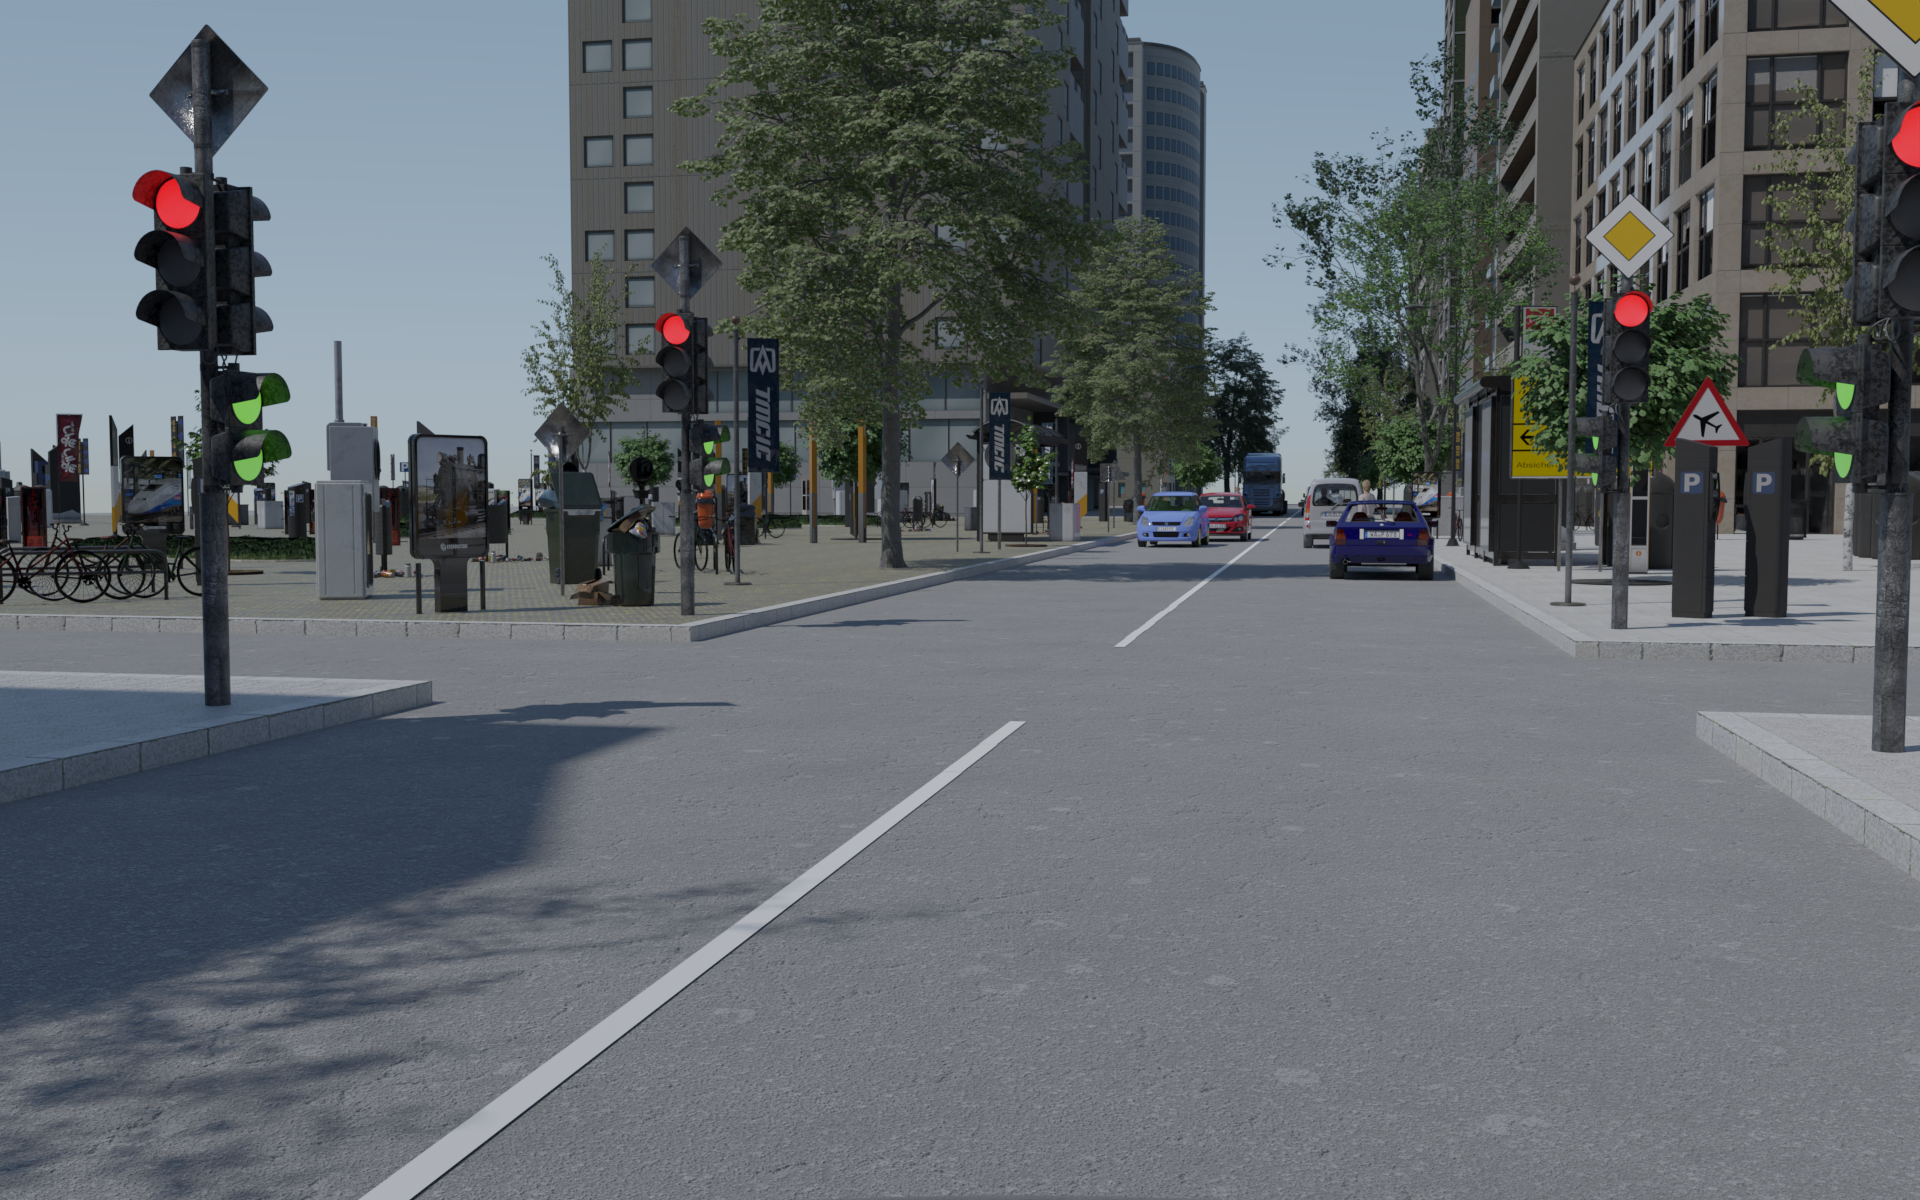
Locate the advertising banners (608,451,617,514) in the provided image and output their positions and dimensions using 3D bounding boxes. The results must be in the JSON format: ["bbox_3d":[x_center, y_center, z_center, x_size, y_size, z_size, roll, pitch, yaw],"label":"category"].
[{"bbox_3d":[-14.367,-4.609,71.547,0.090,3.025,2.074,0,4,-3],"label":"advertising banners"}]

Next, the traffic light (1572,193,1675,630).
[{"bbox_3d":[6.250,-1.678,16.354,0.839,4.253,0.868,1,4,12],"label":"traffic light"}]

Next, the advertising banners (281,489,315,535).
[{"bbox_3d":[-20.532,-3.607,55.158,2.074,3.025,0.090,-2,4,-32],"label":"advertising banners"}]

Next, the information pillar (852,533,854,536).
[{"bbox_3d":[-3.222,-3.778,53.127,0.183,3.616,0.504,0,4,-3],"label":"information pillar"}]

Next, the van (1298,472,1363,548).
[{"bbox_3d":[10.187,-2.448,47.036,2.013,2.044,4.112,1,4,12],"label":"van"}]

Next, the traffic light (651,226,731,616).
[{"bbox_3d":[-2.868,-1.793,18.235,0.839,4.253,0.868,1,4,12],"label":"traffic light"}]

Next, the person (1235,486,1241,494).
[{"bbox_3d":[12.499,-4.247,78.339,0.834,1.777,0.661,1,4,15],"label":"person"}]

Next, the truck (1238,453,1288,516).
[{"bbox_3d":[21.168,-7.938,119.551,2.967,4.110,18.799,1,4,12],"label":"truck"}]

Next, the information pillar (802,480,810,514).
[{"bbox_3d":[-7.864,-5.137,88.474,0.304,2.012,0.304,2,4,34],"label":"information pillar"}]

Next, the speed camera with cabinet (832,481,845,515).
[{"bbox_3d":[-6.039,-5.728,87.994,0.660,3.252,2.038,-1,4,-15],"label":"speed camera with cabinet"}]

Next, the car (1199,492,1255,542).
[{"bbox_3d":[8.065,-2.723,53.561,2.155,1.783,4.494,1,4,12],"label":"car"}]

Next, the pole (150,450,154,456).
[{"bbox_3d":[-37.449,-5.292,80.363,0.158,3.312,0.155,0,3,0],"label":"pole"}]

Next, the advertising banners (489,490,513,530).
[{"bbox_3d":[-16.260,-3.832,58.844,2.074,3.025,0.090,0,4,-6],"label":"advertising banners"}]

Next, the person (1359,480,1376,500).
[{"bbox_3d":[9.089,-1.762,37.975,0.731,1.740,0.598,-3,5,-42],"label":"person"}]

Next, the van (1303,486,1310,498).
[{"bbox_3d":[28.466,-8.160,137.803,2.240,2.365,5.245,1,4,10],"label":"van"}]

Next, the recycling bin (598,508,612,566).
[{"bbox_3d":[-6.714,-1.124,30.937,0.722,1.027,0.722,2,4,29],"label":"recycling bin"}]

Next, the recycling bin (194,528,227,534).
[{"bbox_3d":[-20.155,-2.081,46.585,0.722,1.027,0.722,-2,4,-35],"label":"recycling bin"}]

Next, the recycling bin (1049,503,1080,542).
[{"bbox_3d":[2.840,-2.109,47.031,0.722,1.027,0.722,1,4,18],"label":"recycling bin"}]

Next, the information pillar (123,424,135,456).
[{"bbox_3d":[-27.771,-4.064,57.796,0.504,3.616,0.183,-1,4,-18],"label":"information pillar"}]

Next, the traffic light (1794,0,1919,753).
[{"bbox_3d":[4.617,-1.200,8.537,0.839,4.253,0.868,1,4,12],"label":"traffic light"}]

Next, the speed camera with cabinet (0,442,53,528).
[{"bbox_3d":[-35.620,-4.365,65.710,2.038,3.252,0.660,-2,4,-29],"label":"speed camera with cabinet"}]

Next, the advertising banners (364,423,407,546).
[{"bbox_3d":[-14.115,-2.859,42.927,2.074,3.025,0.090,-1,4,-21],"label":"advertising banners"}]

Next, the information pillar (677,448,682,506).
[{"bbox_3d":[-14.051,-5.887,87.612,0.504,3.616,0.183,1,4,9],"label":"information pillar"}]

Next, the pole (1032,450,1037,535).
[{"bbox_3d":[2.340,-3.690,54.172,0.158,3.312,0.155,0,3,0],"label":"pole"}]

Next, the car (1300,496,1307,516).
[{"bbox_3d":[23.889,-6.383,116.158,2.131,1.459,4.920,1,4,13],"label":"car"}]

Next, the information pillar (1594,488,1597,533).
[{"bbox_3d":[21.075,-3.207,56.919,0.304,2.012,0.304,-1,4,-11],"label":"information pillar"}]

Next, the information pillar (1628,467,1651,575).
[{"bbox_3d":[10.853,-1.420,27.717,0.304,2.012,0.304,1,4,12],"label":"information pillar"}]

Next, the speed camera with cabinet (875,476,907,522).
[{"bbox_3d":[-3.184,-5.189,79.171,0.660,3.252,2.038,2,4,31],"label":"speed camera with cabinet"}]

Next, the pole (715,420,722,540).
[{"bbox_3d":[-6.674,-3.305,47.879,0.158,3.312,0.155,0,3,0],"label":"pole"}]

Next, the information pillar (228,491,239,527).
[{"bbox_3d":[-28.065,-4.619,66.879,0.504,3.616,0.183,1,4,22],"label":"information pillar"}]

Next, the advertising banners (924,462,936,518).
[{"bbox_3d":[-1.586,-5.977,93.908,0.090,3.025,2.074,1,4,17],"label":"advertising banners"}]

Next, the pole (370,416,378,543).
[{"bbox_3d":[-15.300,-3.148,45.312,0.158,3.312,0.155,0,3,0],"label":"pole"}]

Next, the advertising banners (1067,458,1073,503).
[{"bbox_3d":[5.429,-5.438,85.094,0.090,3.025,2.074,0,4,-2],"label":"advertising banners"}]

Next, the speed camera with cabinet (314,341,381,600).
[{"bbox_3d":[-7.697,-1.681,21.821,0.660,3.252,2.038,-1,4,-13],"label":"speed camera with cabinet"}]

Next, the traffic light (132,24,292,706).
[{"bbox_3d":[-4.502,-1.315,10.419,0.839,4.253,0.868,1,4,12],"label":"traffic light"}]

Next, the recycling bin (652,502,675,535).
[{"bbox_3d":[-9.393,-2.587,54.852,0.722,1.027,0.722,-1,4,-10],"label":"recycling bin"}]

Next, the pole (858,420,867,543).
[{"bbox_3d":[-2.558,-3.151,45.363,0.158,3.312,0.155,0,3,0],"label":"pole"}]

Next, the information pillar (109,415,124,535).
[{"bbox_3d":[-25.160,-3.681,51.541,0.183,3.616,0.504,-1,4,-8],"label":"information pillar"}]

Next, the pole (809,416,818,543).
[{"bbox_3d":[-3.812,-3.131,45.038,0.158,3.312,0.155,0,3,0],"label":"pole"}]

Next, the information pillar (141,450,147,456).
[{"bbox_3d":[-43.344,-6.158,92.038,0.504,3.616,0.183,2,4,29],"label":"information pillar"}]

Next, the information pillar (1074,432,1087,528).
[{"bbox_3d":[4.493,-4.483,64.649,0.504,3.616,0.183,0,4,1],"label":"information pillar"}]

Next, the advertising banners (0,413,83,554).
[{"bbox_3d":[-20.069,-2.523,37.438,2.074,3.025,0.090,-1,4,-20],"label":"advertising banners"}]

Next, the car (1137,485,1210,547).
[{"bbox_3d":[5.901,-2.334,47.746,1.945,1.707,3.694,1,4,13],"label":"car"}]

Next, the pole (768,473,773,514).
[{"bbox_3d":[-8.752,-5.266,79.937,0.158,3.312,0.155,0,3,0],"label":"pole"}]

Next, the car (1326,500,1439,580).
[{"bbox_3d":[7.383,-1.085,30.325,1.945,1.354,3.894,1,4,14],"label":"car"}]

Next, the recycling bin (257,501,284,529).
[{"bbox_3d":[-25.321,-3.122,63.600,0.722,1.027,0.722,-3,5,-44],"label":"recycling bin"}]

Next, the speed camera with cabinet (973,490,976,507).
[{"bbox_3d":[1.543,-4.390,66.105,2.038,3.252,0.660,1,4,23],"label":"speed camera with cabinet"}]

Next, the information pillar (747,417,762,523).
[{"bbox_3d":[-6.266,-3.755,52.744,0.183,3.616,0.504,3,5,44],"label":"information pillar"}]
